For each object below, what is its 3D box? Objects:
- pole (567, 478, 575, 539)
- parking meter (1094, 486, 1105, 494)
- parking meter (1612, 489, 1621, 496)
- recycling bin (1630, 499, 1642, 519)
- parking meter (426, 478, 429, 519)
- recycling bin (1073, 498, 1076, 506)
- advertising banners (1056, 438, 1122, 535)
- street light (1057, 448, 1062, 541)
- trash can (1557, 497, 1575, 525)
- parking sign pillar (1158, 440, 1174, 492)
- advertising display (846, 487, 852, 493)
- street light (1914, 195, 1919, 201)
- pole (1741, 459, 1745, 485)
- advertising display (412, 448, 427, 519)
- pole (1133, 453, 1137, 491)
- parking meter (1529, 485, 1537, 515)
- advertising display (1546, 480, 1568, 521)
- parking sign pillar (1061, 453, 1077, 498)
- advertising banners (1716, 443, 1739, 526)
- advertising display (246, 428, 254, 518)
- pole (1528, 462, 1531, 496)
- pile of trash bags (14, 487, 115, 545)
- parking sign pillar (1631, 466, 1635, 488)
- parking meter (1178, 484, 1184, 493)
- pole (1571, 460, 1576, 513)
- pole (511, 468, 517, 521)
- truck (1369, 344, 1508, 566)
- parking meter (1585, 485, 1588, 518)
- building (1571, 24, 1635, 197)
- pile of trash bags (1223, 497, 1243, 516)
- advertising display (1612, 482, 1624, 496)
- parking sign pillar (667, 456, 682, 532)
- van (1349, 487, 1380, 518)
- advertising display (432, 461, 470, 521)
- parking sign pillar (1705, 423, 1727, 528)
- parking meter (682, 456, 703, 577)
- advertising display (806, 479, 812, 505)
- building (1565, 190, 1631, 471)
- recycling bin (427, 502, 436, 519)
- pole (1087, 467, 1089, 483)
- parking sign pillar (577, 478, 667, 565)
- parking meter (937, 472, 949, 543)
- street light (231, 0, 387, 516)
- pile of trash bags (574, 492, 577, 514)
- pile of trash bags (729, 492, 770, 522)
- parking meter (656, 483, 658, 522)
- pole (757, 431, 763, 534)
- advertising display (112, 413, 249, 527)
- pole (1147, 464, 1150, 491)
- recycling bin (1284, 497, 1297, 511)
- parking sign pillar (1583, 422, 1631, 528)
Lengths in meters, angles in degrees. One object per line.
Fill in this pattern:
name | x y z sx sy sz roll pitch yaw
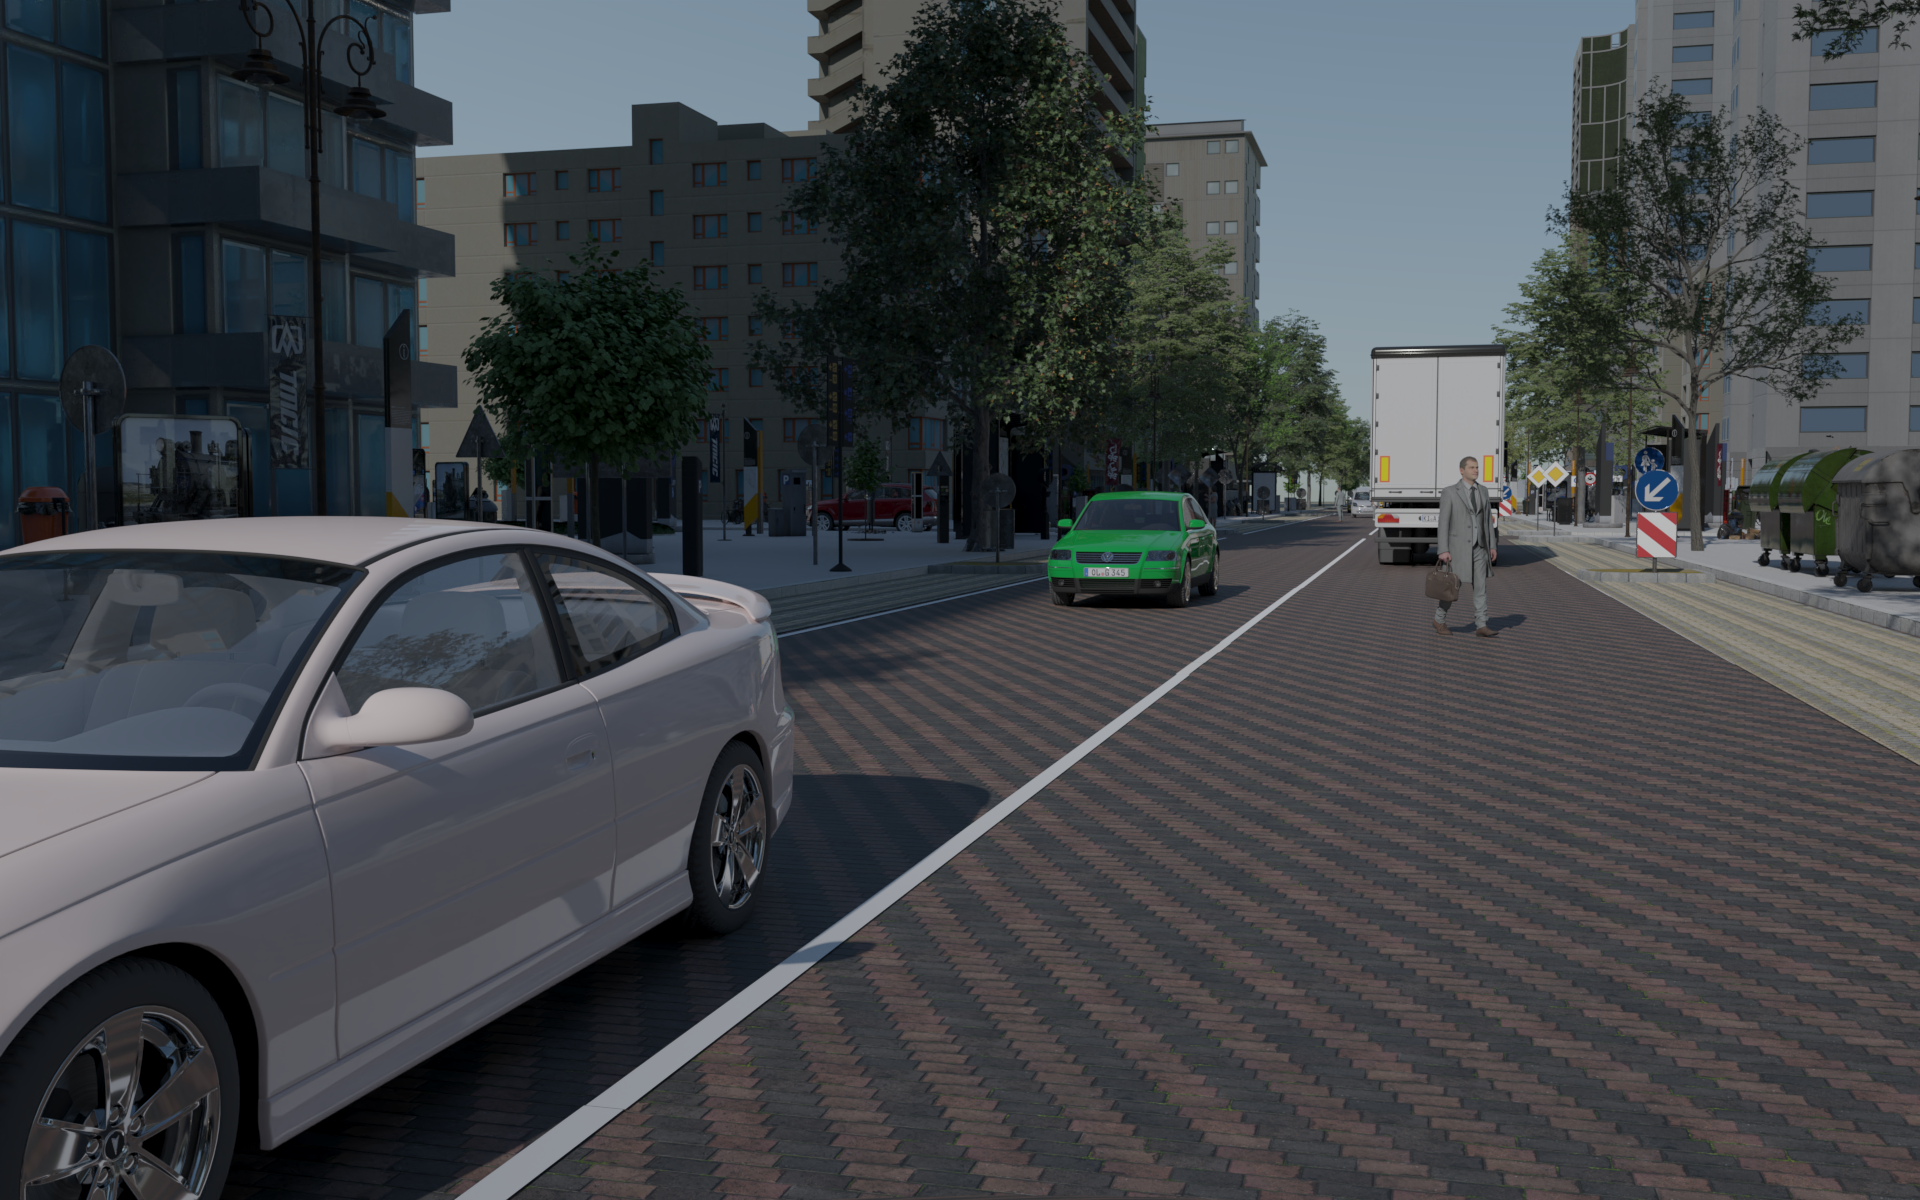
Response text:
pole | -10.961 -3.356 48.715 0.158 3.312 0.155 0 3 0
parking meter | 4.452 -2.879 55.484 0.372 1.533 0.369 0 3 0
parking meter | 30.346 -4.385 80.113 0.372 1.533 0.369 0 3 0
recycling bin | 34.499 -4.629 88.241 0.722 1.027 0.722 0 4 5
parking meter | -16.863 -2.970 54.264 0.399 1.863 0.255 -1 4 -22
recycling bin | 7.101 -6.034 111.209 0.722 1.027 0.722 0 4 -1
advertising banners | 4.034 -3.549 54.207 2.074 3.025 0.090 0 4 3
street light | 2.701 -4.527 46.809 0.468 5.910 1.993 1 4 15
trash can | 25.194 -3.699 72.125 0.748 1.137 0.748 0 3 0
parking sign pillar | 10.411 -6.045 87.309 1.447 3.967 1.447 2 4 25
advertising display | -4.062 -3.884 68.712 0.974 1.923 0.123 -2 4 -35
street light | 11.441 -2.890 20.047 0.468 5.910 1.993 1 4 15
pole | 44.917 -6.458 99.434 0.158 3.312 0.155 0 3 0
advertising display | -7.701 -1.159 24.158 0.123 1.923 0.974 0 4 7
pole | 8.709 -5.655 86.306 0.158 3.312 0.155 0 3 0
parking meter | 35.185 -6.157 106.384 0.399 1.863 0.255 2 4 24
advertising display | 28.157 -4.681 81.741 0.974 1.923 0.123 3 5 40
parking sign pillar | 7.026 -7.638 113.358 1.447 3.967 1.447 3 5 41
advertising banners | 26.282 -3.863 59.344 0.090 3.025 2.074 0 4 4
advertising display | -7.284 -0.714 16.884 0.974 1.923 0.123 2 4 25
pole | 35.817 -7.048 109.073 0.158 3.312 0.155 0 3 0
pile of trash bags | -10.653 -0.761 22.201 1.912 1.369 3.447 1 4 13
parking sign pillar | 44.201 -7.753 115.241 1.447 3.967 1.447 -3 5 -44
parking meter | 11.772 -5.260 91.710 0.255 1.863 0.399 -3 5 -45
pole | 37.183 -6.797 104.966 0.158 3.312 0.155 0 3 0
pole | -18.462 -4.759 71.651 0.158 3.312 0.155 0 3 0
truck | 10.609 -3.005 38.053 2.839 4.237 11.283 1 4 17
parking meter | 33.147 -5.284 92.110 0.399 1.863 0.255 -1 4 -11
building | 103.696 -50.793 268.713 20.563 71.187 20.611 1 4 15
pile of trash bags | 14.865 -5.579 100.969 1.912 1.369 3.447 -3 5 -44
advertising display | 33.730 -5.146 89.348 0.974 1.923 0.123 -1 4 -9
parking sign pillar | -9.958 -4.302 58.812 1.447 3.967 1.447 0 4 1
van | 24.641 -6.004 105.183 2.013 2.044 4.112 1 4 14
advertising display | -10.124 -1.794 34.551 0.974 1.923 0.123 3 4 38
parking sign pillar | 28.955 -4.766 66.404 1.447 3.967 1.447 0 4 8
parking meter | -4.168 -1.301 26.977 0.255 1.863 0.399 0 4 4
advertising display | -6.537 -4.183 73.613 0.123 1.923 0.974 2 4 34
building | 96.663 -36.898 253.397 14.600 45.320 14.200 1 4 15
recycling bin | -16.529 -2.596 55.001 0.722 1.027 0.722 -2 4 -33
pole | 8.678 -7.565 117.537 0.158 3.312 0.155 0 3 0
parking sign pillar | -6.348 -2.650 31.807 1.447 3.967 1.447 0 4 5
parking meter | -0.442 -2.415 45.192 0.255 1.863 0.399 -1 4 -14
street light | -5.743 -2.611 15.479 0.468 5.910 1.993 1 4 15
pile of trash bags | -25.892 -6.751 120.137 1.912 1.369 3.447 2 4 33
pile of trash bags | -9.474 -4.273 79.609 1.912 1.369 3.447 0 4 8
parking meter | -13.872 -4.562 80.295 0.399 1.863 0.255 2 4 31
pole | -6.450 -3.788 55.775 0.158 3.312 0.155 0 3 0
advertising display | -6.317 -0.540 14.047 0.974 1.923 0.123 -3 5 -42
pole | 12.598 -7.463 115.866 0.158 3.312 0.155 0 3 0
recycling bin | 25.782 -7.501 135.195 0.722 1.027 0.722 3 5 43
parking sign pillar | 24.453 -4.728 65.776 1.447 3.967 1.447 1 4 12
